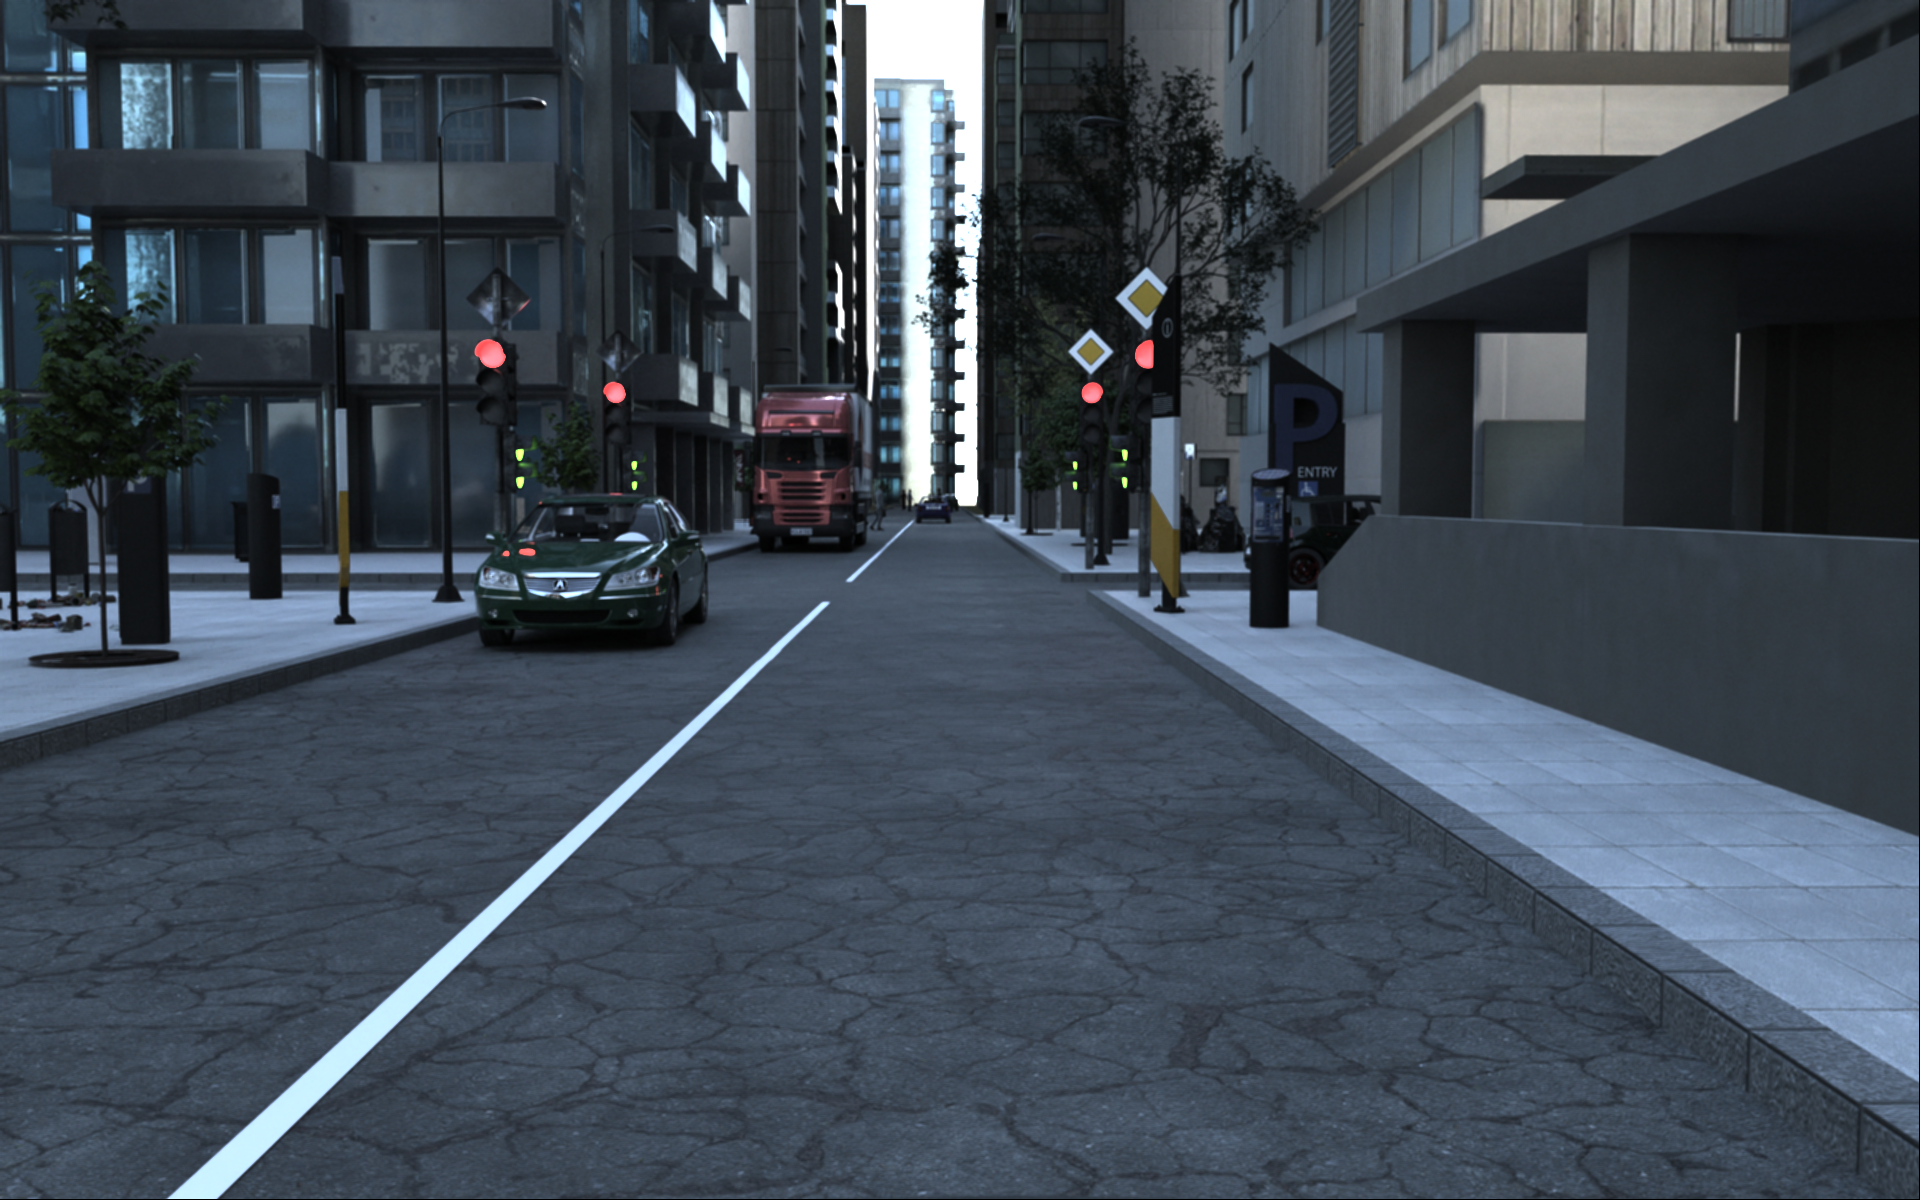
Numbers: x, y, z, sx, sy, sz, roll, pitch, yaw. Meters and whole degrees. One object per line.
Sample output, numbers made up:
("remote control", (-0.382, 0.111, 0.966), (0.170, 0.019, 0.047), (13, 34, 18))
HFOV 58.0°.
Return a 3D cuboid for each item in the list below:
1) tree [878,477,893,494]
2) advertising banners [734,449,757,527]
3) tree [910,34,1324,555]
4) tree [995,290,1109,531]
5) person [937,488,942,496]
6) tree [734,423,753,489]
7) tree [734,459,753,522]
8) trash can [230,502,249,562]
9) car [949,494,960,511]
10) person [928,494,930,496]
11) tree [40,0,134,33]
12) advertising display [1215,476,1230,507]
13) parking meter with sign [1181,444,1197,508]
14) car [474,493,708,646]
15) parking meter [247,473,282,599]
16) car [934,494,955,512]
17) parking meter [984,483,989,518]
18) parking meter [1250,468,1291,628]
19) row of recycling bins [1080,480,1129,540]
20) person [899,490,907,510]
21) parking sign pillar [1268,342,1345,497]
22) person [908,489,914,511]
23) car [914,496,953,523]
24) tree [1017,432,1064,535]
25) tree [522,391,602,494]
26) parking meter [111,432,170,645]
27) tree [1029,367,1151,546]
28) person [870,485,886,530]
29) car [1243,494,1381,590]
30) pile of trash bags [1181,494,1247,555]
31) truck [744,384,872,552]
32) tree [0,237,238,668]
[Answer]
("tree", (-8.141, -11.469, 182.112), (1.663, 3.219, 1.824), (0, 3, 0))
("advertising banners", (-8.103, -4.415, 68.378), (2.074, 3.025, 0.090), (-3, 5, -44))
("tree", (3.061, -6.225, 36.193), (8.767, 10.594, 7.601), (0, 4, 3))
("tree", (3.344, -6.690, 59.739), (4.737, 8.622, 4.395), (0, 3, 0))
("person", (-1.375, -6.282, 111.304), (0.705, 1.812, 1.348), (-1, 4, -8))
("tree", (-7.955, -5.378, 71.641), (4.285, 4.588, 4.351), (0, 3, 0))
("tree", (-9.929, -5.208, 79.750), (1.663, 3.219, 1.824), (0, 3, 0))
("trash can", (-13.410, -1.293, 32.788), (0.748, 1.137, 0.748), (0, 3, 0))
("car", (-1.025, -8.365, 148.568), (2.131, 1.459, 4.920), (0, 4, 0))
("person", (-2.824, -9.007, 159.025), (0.557, 1.426, 1.065), (0, 4, -2))
("tree", (-6.600, -4.455, 7.247), (8.767, 10.594, 7.601), (0, 3, 0))
("advertising display", (9.363, -3.465, 61.874), (0.123, 1.923, 0.974), (-1, 4, -18))
("parking meter with sign", (7.276, -3.871, 59.558), (1.738, 3.016, 0.543), (-2, 4, -32))
("car", (-3.681, -0.372, 17.885), (2.131, 1.459, 4.920), (0, 4, -2))
("parking meter", (-8.519, -0.783, 21.215), (0.372, 1.533, 0.369), (0, 3, 0))
("car", (-1.487, -7.883, 140.687), (2.131, 1.459, 4.920), (0, 4, 0))
("parking meter", (1.428, -5.386, 93.764), (0.255, 1.863, 0.399), (0, 4, -6))
("parking meter", (2.990, -0.507, 16.698), (0.372, 1.533, 0.369), (0, 3, 0))
("row of recycling bins", (4.226, -2.645, 50.364), (1.069, 1.692, 3.534), (0, 4, -6))
("person", (-5.193, -9.213, 159.091), (0.705, 1.831, 1.348), (-2, 4, -34))
("parking sign pillar", (6.149, -2.586, 30.760), (1.447, 3.967, 1.447), (0, 4, 2))
("person", (-4.147, -8.305, 144.269), (0.705, 1.826, 1.348), (1, 4, 14))
("car", (-1.316, -4.499, 86.142), (1.945, 1.354, 3.894), (0, 4, -1))
("tree", (2.364, -3.636, 54.049), (1.663, 3.219, 1.824), (0, 3, 0))
("tree", (-7.224, -2.337, 32.816), (1.663, 3.219, 1.824), (0, 3, 0))
("parking meter", (-7.010, -0.557, 14.811), (0.399, 1.863, 0.255), (-1, 4, -11))
("tree", (3.415, -3.637, 43.184), (4.285, 4.588, 4.351), (0, 3, 0))
("person", (-3.177, -3.679, 68.780), (0.853, 1.813, 0.709), (-3, 5, -39))
("car", (6.477, -1.024, 26.530), (4.222, 1.686, 2.009), (0, 4, -1))
("pile of trash bags", (5.112, -1.730, 38.031), (1.912, 1.369, 3.447), (2, 4, 24))
("truck", (-3.835, -3.518, 46.429), (2.839, 4.237, 11.283), (0, 4, 0))
("tree", (-6.581, -1.127, 13.022), (1.663, 3.219, 1.824), (0, 3, 0))
